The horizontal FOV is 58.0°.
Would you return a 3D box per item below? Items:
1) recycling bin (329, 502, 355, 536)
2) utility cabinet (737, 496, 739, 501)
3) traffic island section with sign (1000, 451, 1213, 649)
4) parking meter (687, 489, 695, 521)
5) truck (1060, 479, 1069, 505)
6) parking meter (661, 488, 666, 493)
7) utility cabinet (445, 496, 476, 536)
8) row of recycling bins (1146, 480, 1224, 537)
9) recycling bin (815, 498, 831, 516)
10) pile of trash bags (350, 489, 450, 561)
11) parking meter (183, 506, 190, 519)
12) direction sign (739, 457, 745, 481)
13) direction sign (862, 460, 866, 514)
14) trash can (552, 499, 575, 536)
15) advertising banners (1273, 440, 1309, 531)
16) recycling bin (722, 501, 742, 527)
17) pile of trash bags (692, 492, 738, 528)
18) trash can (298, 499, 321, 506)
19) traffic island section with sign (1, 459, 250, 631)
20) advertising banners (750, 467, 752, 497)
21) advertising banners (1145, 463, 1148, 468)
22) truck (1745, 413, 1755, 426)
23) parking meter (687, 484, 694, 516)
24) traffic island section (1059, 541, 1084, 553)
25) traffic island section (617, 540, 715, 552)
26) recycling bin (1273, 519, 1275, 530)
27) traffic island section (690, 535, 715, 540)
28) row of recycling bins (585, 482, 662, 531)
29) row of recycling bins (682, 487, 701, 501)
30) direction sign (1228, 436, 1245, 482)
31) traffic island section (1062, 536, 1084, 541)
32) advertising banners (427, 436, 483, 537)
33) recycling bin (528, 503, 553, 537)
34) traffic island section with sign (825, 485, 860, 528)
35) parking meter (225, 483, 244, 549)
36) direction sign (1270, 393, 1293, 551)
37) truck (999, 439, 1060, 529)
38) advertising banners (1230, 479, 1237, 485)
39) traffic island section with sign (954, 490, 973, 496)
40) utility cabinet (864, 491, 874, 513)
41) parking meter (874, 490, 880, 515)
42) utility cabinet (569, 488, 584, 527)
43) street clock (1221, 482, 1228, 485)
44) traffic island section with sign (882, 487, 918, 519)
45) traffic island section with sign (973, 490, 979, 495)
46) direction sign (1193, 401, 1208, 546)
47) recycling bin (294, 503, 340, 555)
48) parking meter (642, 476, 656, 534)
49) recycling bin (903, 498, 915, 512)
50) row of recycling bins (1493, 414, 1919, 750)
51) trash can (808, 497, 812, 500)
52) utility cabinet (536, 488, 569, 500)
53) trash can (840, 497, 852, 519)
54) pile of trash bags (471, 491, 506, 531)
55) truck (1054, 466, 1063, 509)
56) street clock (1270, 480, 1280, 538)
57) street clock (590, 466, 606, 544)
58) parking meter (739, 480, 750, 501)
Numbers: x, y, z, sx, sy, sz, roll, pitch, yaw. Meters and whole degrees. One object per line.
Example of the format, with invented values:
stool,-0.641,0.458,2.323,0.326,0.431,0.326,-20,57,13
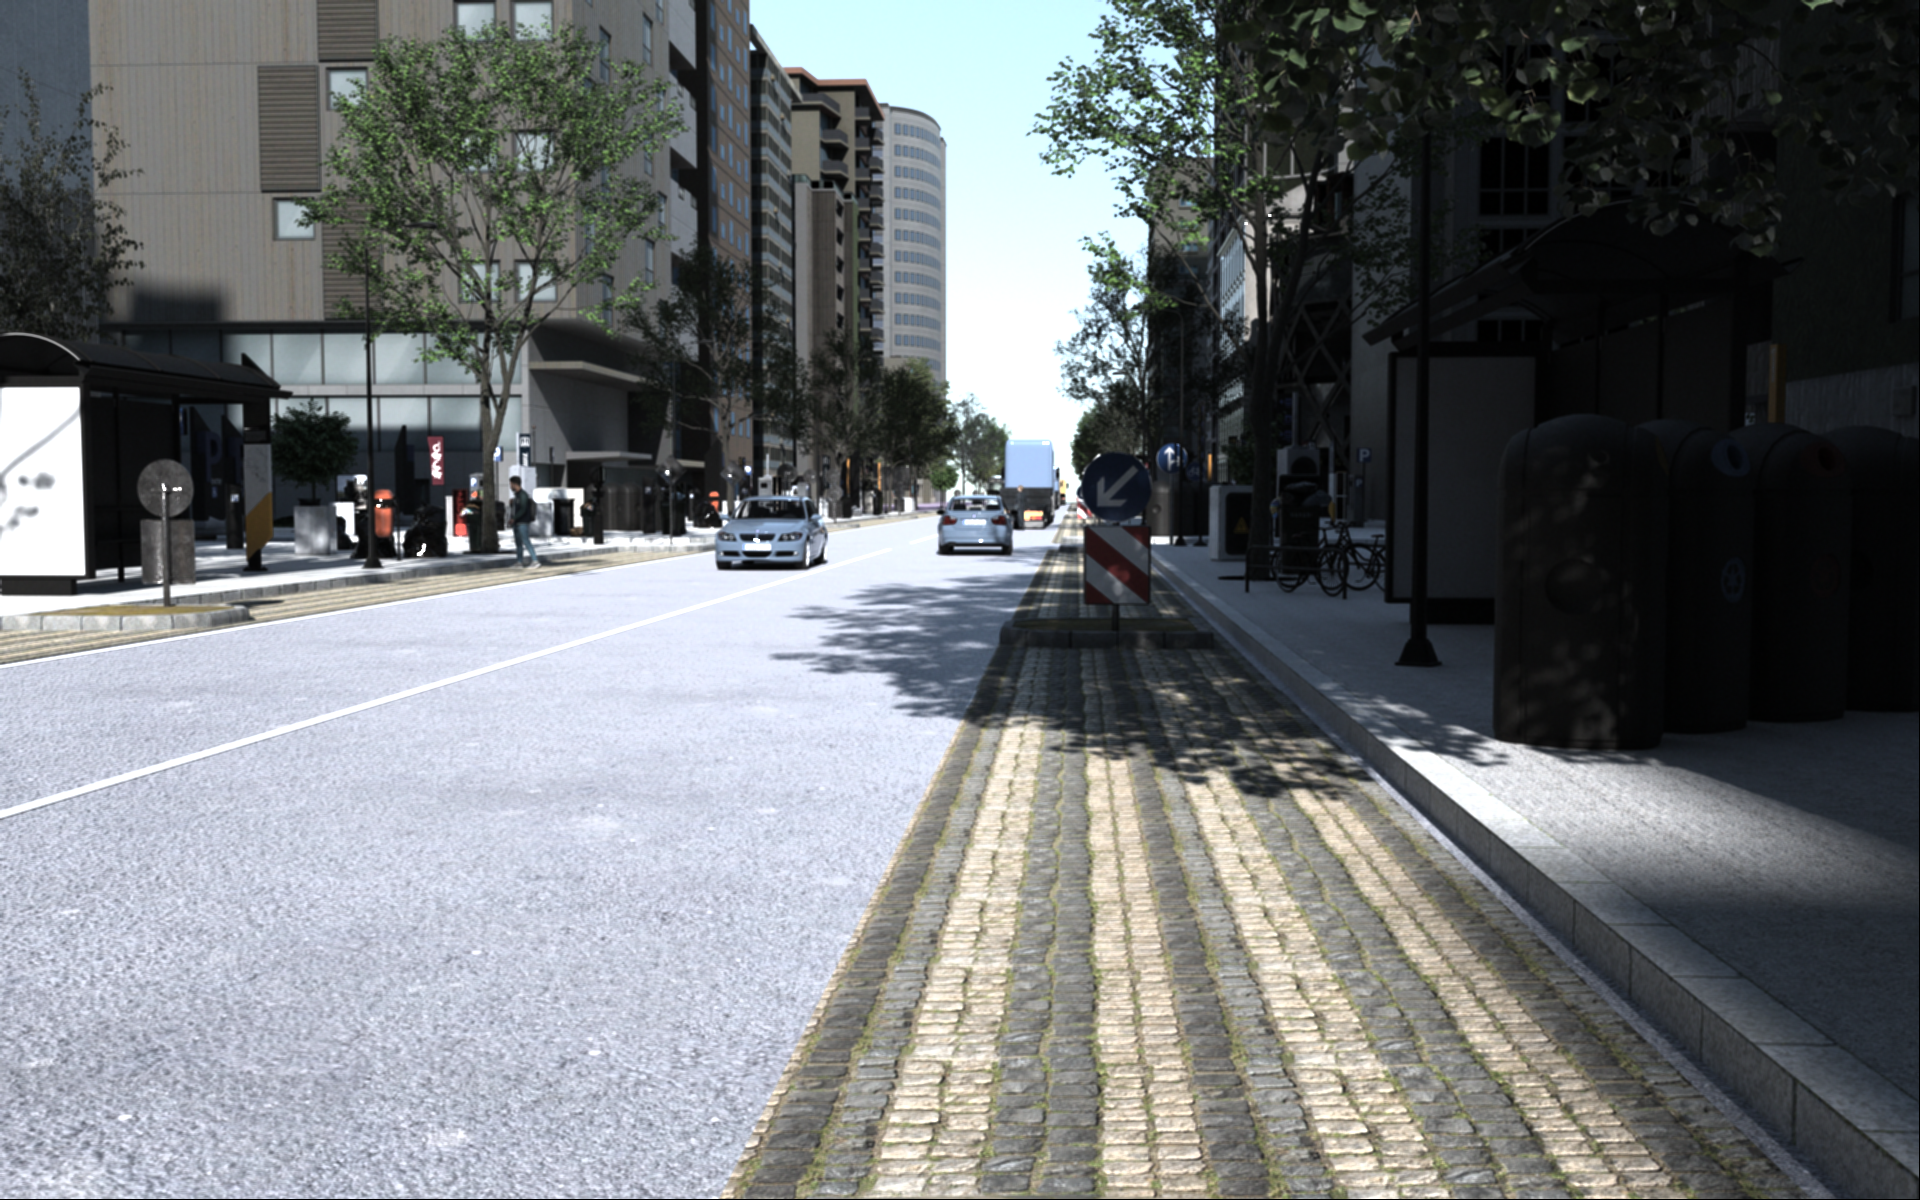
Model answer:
recycling bin,-18.882,-2.468,52.906,0.722,1.027,0.722,-1,4,-20
utility cabinet,-12.205,-5.291,97.665,0.306,1.237,1.020,1,4,22
traffic island section with sign,1.402,-0.506,16.902,1.989,1.847,2.006,0,4,4
parking meter,-12.758,-4.519,82.298,0.372,1.533,0.369,0,3,0
truck,12.573,-14.160,227.442,3.469,3.379,9.791,0,4,3
parking meter,-11.599,-3.598,67.234,0.372,1.533,0.369,0,3,0
utility cabinet,-15.138,-2.532,52.566,1.020,1.237,0.306,2,4,32
row of recycling bins,7.064,-2.843,53.592,1.069,1.692,3.534,3,5,44
recycling bin,-7.883,-5.331,99.718,0.722,1.027,0.722,-2,4,-28
pile of trash bags,-11.282,-1.524,34.671,1.912,1.369,3.447,-1,4,-10
parking meter,-25.903,-3.019,57.774,0.372,1.533,0.369,0,3,0
direction sign,-13.361,-6.988,106.252,0.379,3.537,0.876,1,4,17
direction sign,-6.362,-7.484,114.368,0.379,3.537,0.876,-1,4,-17
trash can,-12.264,-2.566,53.608,0.748,1.137,0.748,0,3,0
advertising banners,10.418,-3.666,56.123,2.074,3.025,0.090,-2,4,-24
recycling bin,-8.355,-3.171,64.407,0.722,1.027,0.722,2,4,25
pile of trash bags,-9.413,-3.502,67.010,1.912,1.369,3.447,-1,4,-14
trash can,-20.776,-2.673,55.364,0.748,1.137,0.748,0,3,0
traffic island section with sign,-8.995,-0.635,19.004,1.989,1.847,2.006,0,4,4
advertising banners,-13.623,-7.065,111.692,0.090,3.025,2.074,0,4,6
advertising banners,10.869,-6.149,96.715,2.074,3.025,0.090,-3,5,-39
truck,21.235,-3.463,45.528,11.283,4.237,2.839,0,4,6
parking meter,-15.907,-5.910,102.342,0.399,1.863,0.255,2,4,26
traffic island section,3.481,-1.277,43.152,2.009,0.180,2.903,0,4,4
traffic island section,-7.336,-1.321,43.876,2.009,0.180,2.903,0,4,4
recycling bin,11.193,-2.954,60.856,0.722,1.027,0.722,-1,4,-18
traffic island section,-6.804,-1.808,51.844,2.009,0.180,2.903,0,4,4
row of recycling bins,-11.819,-3.282,60.774,3.534,1.692,1.069,2,4,35
row of recycling bins,-17.273,-5.896,103.513,3.534,1.692,1.069,0,4,-5
direction sign,10.851,-4.620,67.526,0.876,3.537,0.379,3,4,39
traffic island section,4.013,-1.764,51.119,2.009,0.180,2.903,0,4,4
advertising banners,-14.957,-3.409,51.921,2.074,3.025,0.090,0,4,6
recycling bin,-12.535,-2.392,51.669,0.722,1.027,0.722,-1,4,-12
traffic island section with sign,-5.329,-3.998,73.998,1.989,1.847,2.006,0,4,4
parking meter,-16.981,-1.965,40.532,0.372,1.533,0.369,0,3,0
direction sign,7.028,-2.872,38.947,0.876,3.537,0.379,0,4,7
truck,2.941,-5.491,79.538,2.967,4.110,18.799,0,4,4
advertising banners,14.172,-5.483,85.831,2.074,3.025,0.090,3,5,44
traffic island section with sign,-0.165,-8.727,151.309,1.989,1.847,2.006,0,4,4
utility cabinet,-6.068,-6.544,115.667,0.318,1.500,1.173,-2,4,-32
parking meter,-5.046,-5.898,104.835,0.372,1.533,0.369,0,3,0
utility cabinet,-14.963,-3.509,66.043,1.173,1.500,0.318,-2,4,-28
street clock,15.595,-5.972,102.216,0.358,2.002,0.471,-3,5,-40
traffic island section with sign,-3.503,-5.665,101.255,1.989,1.847,2.006,0,4,4
traffic island section with sign,1.649,-10.395,178.579,1.989,1.847,2.006,0,4,4
direction sign,5.921,-3.093,42.561,0.379,3.537,0.876,0,4,0
recycling bin,-13.609,-1.470,36.585,0.722,1.027,0.722,0,4,-7
parking meter,-10.035,-3.075,55.990,0.399,1.863,0.255,1,4,8
recycling bin,-3.699,-6.860,124.711,0.722,1.027,0.722,1,4,22
row of recycling bins,4.306,-0.165,9.805,3.534,1.692,1.069,-2,4,-34
trash can,-7.833,-4.644,87.578,0.748,1.137,0.748,0,3,0
utility cabinet,-13.872,-3.045,58.472,1.173,1.500,0.318,1,4,21
trash can,-5.983,-4.847,90.900,0.748,1.137,0.748,0,3,0
pile of trash bags,-16.677,-3.063,59.829,1.912,1.369,3.447,-1,4,-17
truck,7.788,-10.406,159.900,2.967,4.110,18.799,0,4,5
street clock,9.387,-2.839,50.991,0.471,2.002,0.358,2,4,27
street clock,-9.220,-2.421,44.151,0.358,2.002,0.471,1,4,15
parking meter,-8.810,-3.976,70.723,0.399,1.863,0.255,-2,4,-26
